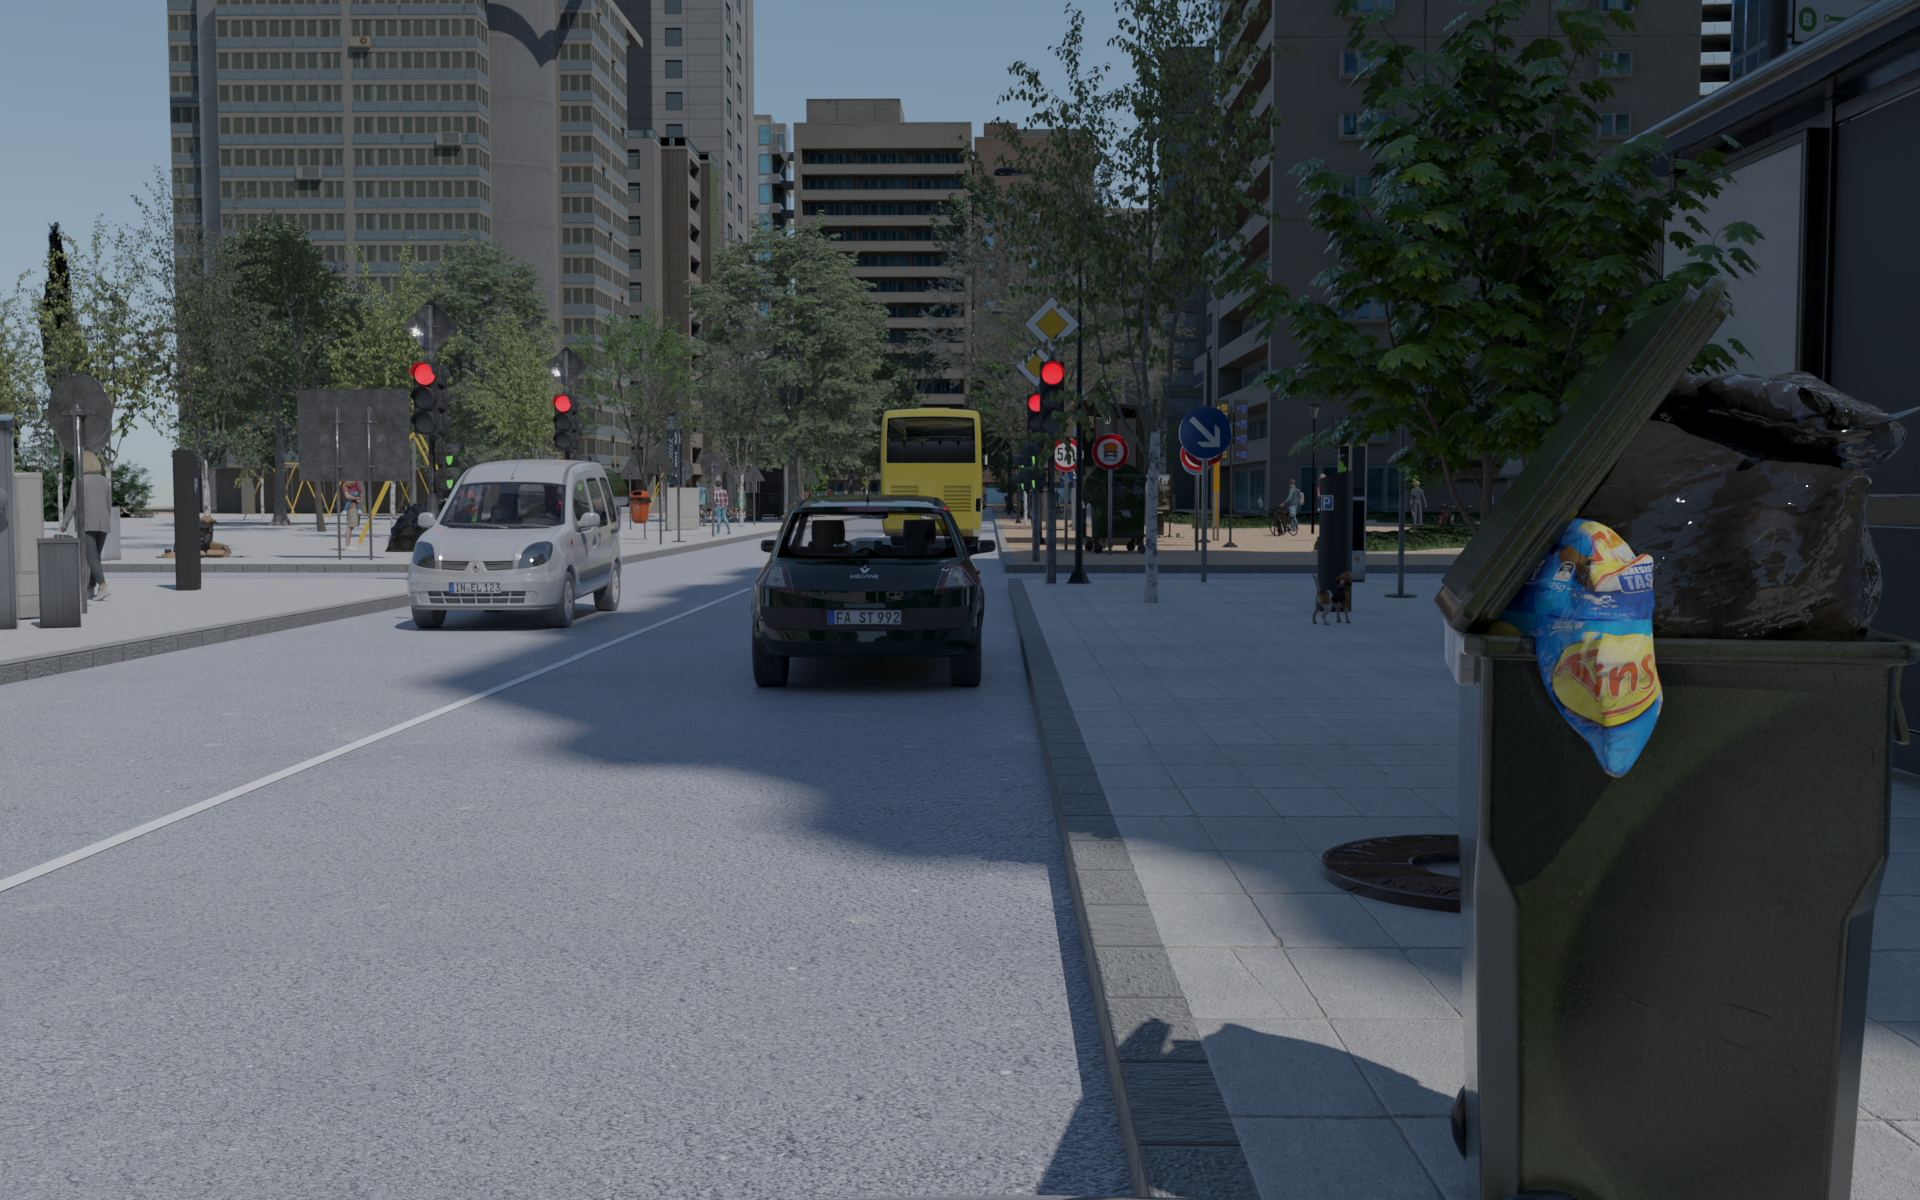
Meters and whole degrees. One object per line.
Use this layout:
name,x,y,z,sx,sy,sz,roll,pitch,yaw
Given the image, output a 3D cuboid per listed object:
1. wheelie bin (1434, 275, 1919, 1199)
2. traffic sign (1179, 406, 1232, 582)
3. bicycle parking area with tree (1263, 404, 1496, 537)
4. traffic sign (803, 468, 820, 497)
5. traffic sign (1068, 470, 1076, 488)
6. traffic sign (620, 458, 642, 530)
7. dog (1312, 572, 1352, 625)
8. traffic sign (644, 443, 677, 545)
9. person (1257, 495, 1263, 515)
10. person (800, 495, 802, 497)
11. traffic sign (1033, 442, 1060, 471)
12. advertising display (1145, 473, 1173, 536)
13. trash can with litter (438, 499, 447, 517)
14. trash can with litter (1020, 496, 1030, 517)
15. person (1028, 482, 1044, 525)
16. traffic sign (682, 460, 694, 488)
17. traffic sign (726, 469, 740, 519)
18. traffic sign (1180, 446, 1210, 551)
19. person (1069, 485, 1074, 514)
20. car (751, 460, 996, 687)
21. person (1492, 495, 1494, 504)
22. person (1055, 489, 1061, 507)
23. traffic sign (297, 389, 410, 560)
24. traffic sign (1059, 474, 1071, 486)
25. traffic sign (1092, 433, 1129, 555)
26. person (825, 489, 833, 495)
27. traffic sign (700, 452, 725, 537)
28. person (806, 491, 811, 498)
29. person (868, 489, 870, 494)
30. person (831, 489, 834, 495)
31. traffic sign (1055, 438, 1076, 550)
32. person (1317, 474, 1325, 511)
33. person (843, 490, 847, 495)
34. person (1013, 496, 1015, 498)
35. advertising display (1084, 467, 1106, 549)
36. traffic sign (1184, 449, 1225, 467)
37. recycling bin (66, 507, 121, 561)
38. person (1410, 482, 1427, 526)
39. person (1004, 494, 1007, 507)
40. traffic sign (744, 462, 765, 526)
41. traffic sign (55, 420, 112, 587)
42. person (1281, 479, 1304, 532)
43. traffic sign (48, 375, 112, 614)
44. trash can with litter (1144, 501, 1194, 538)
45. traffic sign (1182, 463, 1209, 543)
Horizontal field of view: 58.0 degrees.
wheelie bin,1.144,0.309,2.851,0.693,1.594,0.980,1,4,13
traffic sign,3.553,-1.532,25.153,0.768,2.556,0.104,0,4,3
bicycle parking area with tree,13.713,-4.129,54.518,8.231,4.147,9.016,2,4,30
traffic sign,-7.443,-5.315,86.900,0.884,2.594,0.081,1,4,9
traffic sign,4.964,-4.573,74.882,0.768,2.556,0.104,0,4,3
traffic sign,-11.838,-3.802,62.158,0.884,2.594,0.081,1,4,8
dog,3.680,-0.019,17.140,0.406,0.507,0.540,1,4,10
traffic sign,-7.587,-2.681,43.844,0.884,2.594,0.081,1,4,10
person,14.028,-4.299,81.021,0.332,1.250,0.352,0,4,-3
person,-16.346,-10.185,172.579,1.348,1.822,0.705,1,4,12
traffic sign,2.055,-2.417,39.526,0.884,2.594,0.081,0,4,6
advertising display,6.148,-2.963,53.661,0.974,1.923,0.123,3,5,41
trash can with litter,-10.604,-1.531,36.423,0.624,1.170,1.055,2,4,31
trash can with litter,3.657,-5.137,95.379,0.624,1.170,1.055,-3,4,-36
person,2.765,-3.484,63.426,0.576,1.772,0.534,-2,4,-25
traffic sign,-10.213,-3.906,63.971,0.768,2.556,0.104,1,4,9
traffic sign,-11.589,-5.420,88.724,0.768,2.556,0.104,0,4,3
traffic sign,5.303,-2.361,38.711,0.768,2.556,0.104,1,4,8
person,6.979,-6.133,106.200,0.514,1.842,0.818,-1,4,-22
car,-0.694,-0.274,14.267,2.009,1.686,4.222,0,4,0
person,23.052,-4.149,75.693,0.589,1.601,0.330,2,4,24
person,9.943,-10.482,177.979,0.990,1.755,0.434,2,4,29
traffic sign,-11.783,-2.433,33.661,2.265,3.308,0.079,0,4,7
traffic sign,6.582,-6.625,108.430,0.768,2.556,0.104,0,4,1
traffic sign,3.169,-2.226,36.506,0.768,2.556,0.104,0,4,8
person,-12.954,-10.121,171.486,1.348,1.831,0.705,-2,4,-28
traffic sign,-7.417,-3.171,51.954,0.768,2.556,0.104,0,4,5
person,-15.424,-10.510,177.837,0.705,1.831,1.348,1,4,16
person,-9.352,-10.443,176.787,0.705,1.824,1.348,-1,4,-23
person,-13.337,-10.683,180.787,0.705,1.814,1.350,1,4,11
traffic sign,2.413,-2.399,39.332,0.768,2.556,0.104,0,4,4
person,9.972,-2.517,47.163,0.580,1.828,0.573,0,4,-8
person,-11.166,-9.930,169.198,0.445,1.727,0.742,1,4,19
person,5.204,-10.256,176.948,0.991,1.433,0.599,-2,4,-24
advertising display,3.252,-2.158,40.496,0.123,1.923,0.974,-3,4,-36
traffic sign,4.553,-1.968,32.282,0.768,2.556,0.104,1,4,11
recycling bin,-16.757,-1.281,33.506,0.722,1.027,0.722,0,4,1
person,17.381,-3.627,65.761,0.576,1.772,0.534,-1,4,-10
person,4.531,-9.579,165.844,0.628,1.438,0.799,0,4,3
traffic sign,-8.359,-4.303,70.359,0.884,2.594,0.081,0,4,3
traffic sign,-11.489,-1.382,22.702,0.768,2.556,0.104,0,4,1
person,11.421,-3.243,59.408,0.721,1.781,0.623,2,4,25
traffic sign,-9.402,-1.125,18.497,0.768,2.556,0.104,1,4,11
trash can with litter,5.739,-2.432,50.823,2.233,1.210,1.678,1,4,15
traffic sign,6.143,-2.747,45.022,0.768,2.556,0.104,0,4,3
